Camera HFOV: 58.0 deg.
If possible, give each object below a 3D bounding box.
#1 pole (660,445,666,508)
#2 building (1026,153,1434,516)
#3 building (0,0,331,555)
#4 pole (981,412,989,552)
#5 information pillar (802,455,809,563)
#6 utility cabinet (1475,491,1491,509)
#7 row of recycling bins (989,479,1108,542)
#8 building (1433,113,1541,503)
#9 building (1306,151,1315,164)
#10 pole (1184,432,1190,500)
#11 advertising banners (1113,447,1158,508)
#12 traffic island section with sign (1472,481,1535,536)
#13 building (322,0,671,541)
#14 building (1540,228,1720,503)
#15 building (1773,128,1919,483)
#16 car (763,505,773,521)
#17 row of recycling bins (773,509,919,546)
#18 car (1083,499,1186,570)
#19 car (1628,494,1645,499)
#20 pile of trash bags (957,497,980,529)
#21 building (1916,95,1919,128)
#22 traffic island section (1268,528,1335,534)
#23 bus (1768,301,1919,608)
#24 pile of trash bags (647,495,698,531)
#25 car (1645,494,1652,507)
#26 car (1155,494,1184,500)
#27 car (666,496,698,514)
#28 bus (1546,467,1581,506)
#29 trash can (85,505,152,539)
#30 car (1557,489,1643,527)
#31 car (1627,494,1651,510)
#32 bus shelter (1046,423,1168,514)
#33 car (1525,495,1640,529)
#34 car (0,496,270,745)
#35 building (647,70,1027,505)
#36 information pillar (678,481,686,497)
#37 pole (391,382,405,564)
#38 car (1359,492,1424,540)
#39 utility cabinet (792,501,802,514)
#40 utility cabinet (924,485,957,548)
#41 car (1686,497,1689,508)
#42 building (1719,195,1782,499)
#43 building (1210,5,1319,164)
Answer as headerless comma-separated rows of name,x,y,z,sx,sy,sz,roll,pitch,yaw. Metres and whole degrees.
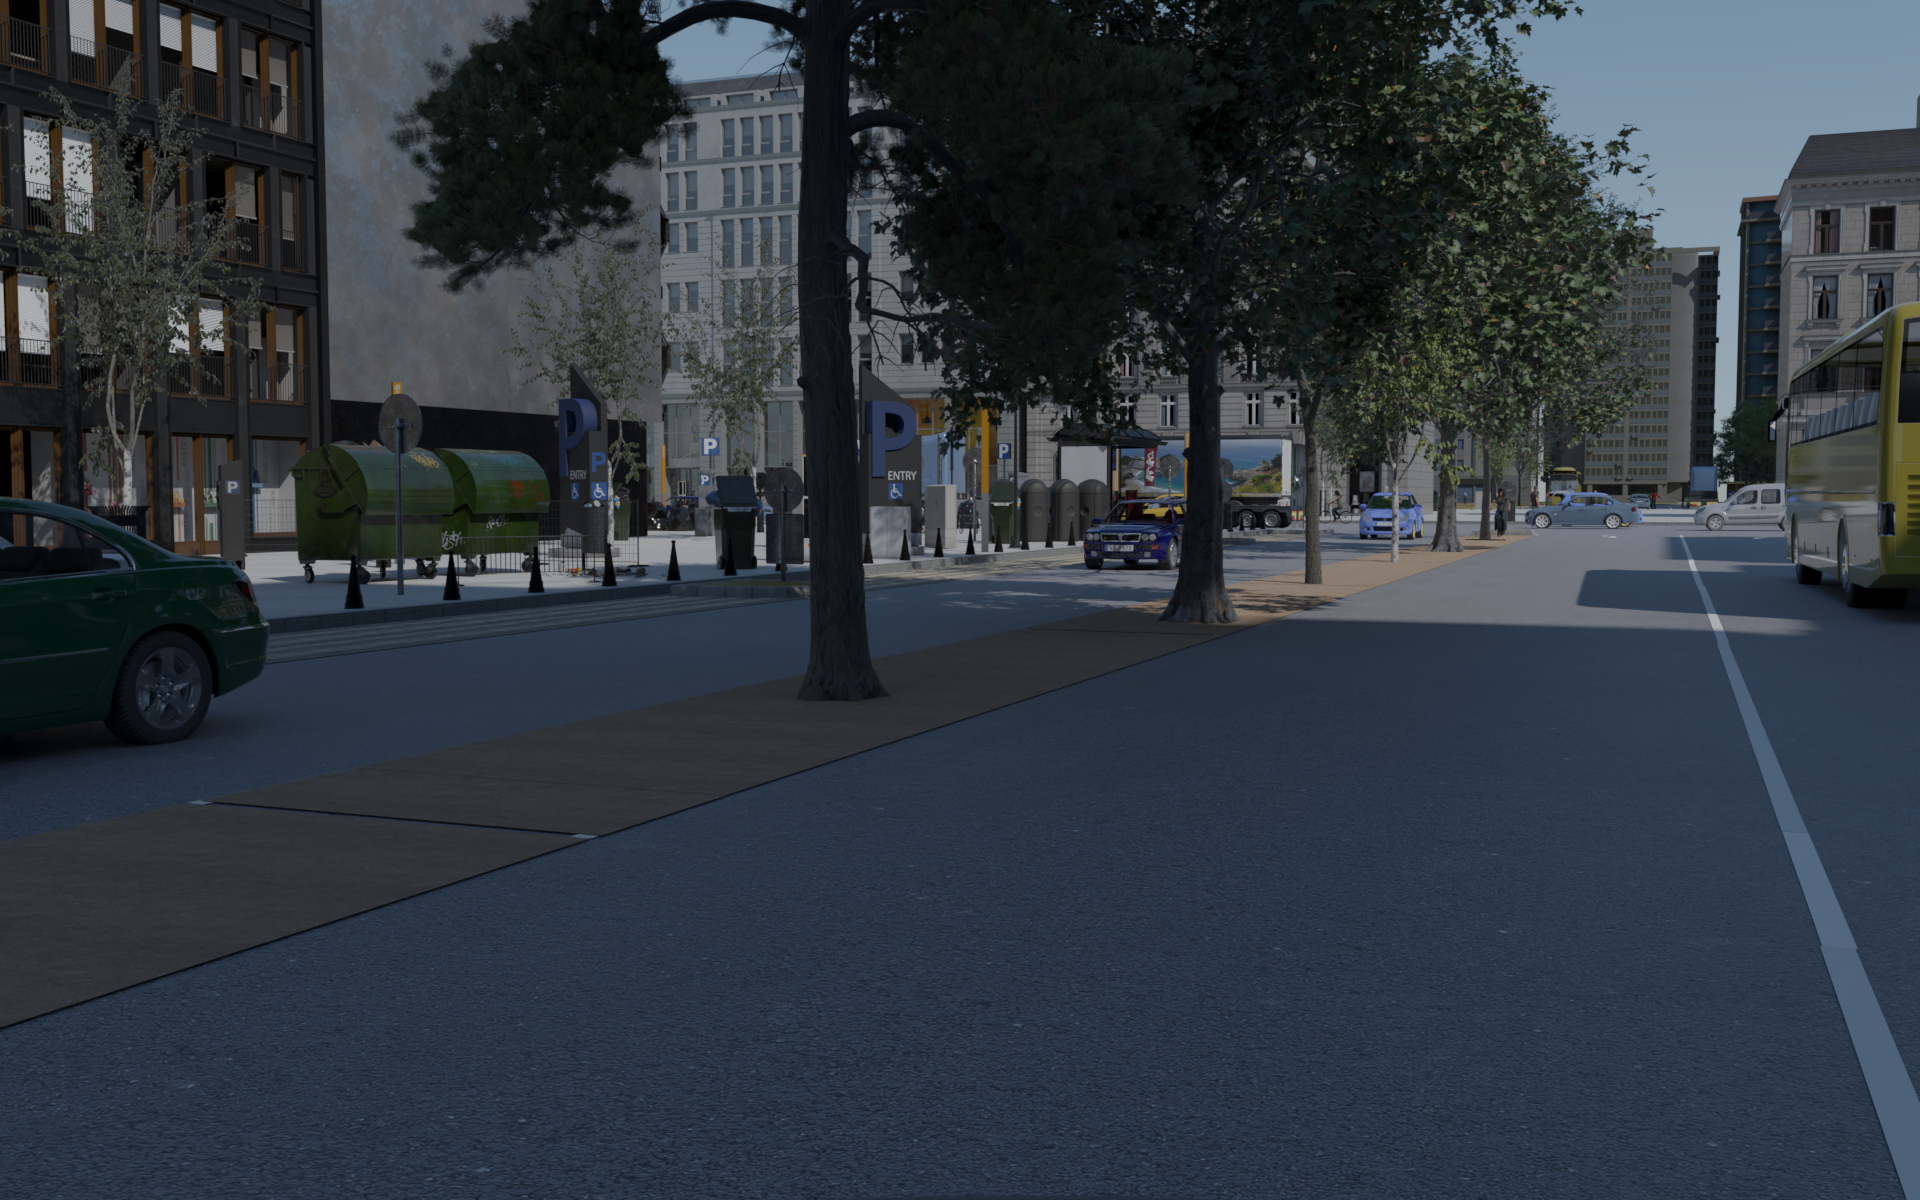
pole,-12.389,-4.798,72.283,0.158,3.312,0.155,0,3,0
building,17.034,-16.272,107.851,24.055,21.916,13.314,1,4,22
building,-22.988,-12.489,33.881,12.332,23.373,15.834,1,4,22
pole,0.550,-2.707,38.101,0.158,3.312,0.155,0,3,0
information pillar,-2.786,-1.705,32.364,0.304,2.012,0.304,0,4,2
utility cabinet,43.787,-8.336,144.976,1.173,1.500,0.318,2,4,28
row of recycling bins,2.399,-2.421,46.699,3.534,1.692,1.069,-2,4,-24
building,72.704,-43.977,261.027,28.212,58.520,21.231,1,4,22
building,21.519,-29.245,170.031,32.217,40.220,23.993,1,4,22
pole,7.501,-3.884,57.346,0.158,3.312,0.155,0,3,0
advertising banners,6.226,-4.091,63.083,2.074,3.025,0.090,2,4,27
traffic island section with sign,19.062,-3.209,60.603,2.006,1.907,1.989,1,4,22
building,-19.108,-11.169,50.071,16.811,18.784,16.820,1,4,22
building,99.423,-34.566,257.039,23.993,40.220,32.217,1,4,22
building,46.499,-14.911,94.703,40.483,20.767,10.553,1,4,22
car,-10.979,-4.459,84.904,4.499,1.417,2.014,1,4,22
row of recycling bins,-2.748,-2.122,41.801,3.534,1.692,1.069,0,4,-3
car,3.696,-1.312,34.037,1.945,1.354,3.894,1,4,22
car,68.668,-10.193,175.454,1.959,1.807,4.718,1,4,21
pile of trash bags,-0.907,-3.358,64.660,3.447,1.369,1.912,1,4,8
building,103.501,-30.027,174.542,14.154,41.232,14.086,1,4,22
traffic island section,12.470,-2.492,63.021,2.009,0.180,2.903,1,4,22
bus,13.362,-1.994,24.144,2.896,3.916,12.252,1,4,20
pile of trash bags,-10.422,-3.133,60.977,3.447,1.369,1.912,3,5,41
car,74.461,-10.997,188.590,1.959,1.807,4.718,1,4,21
car,8.171,-3.544,68.171,3.980,1.641,2.015,1,4,22
car,-12.497,-3.961,77.340,3.894,1.354,1.945,1,4,20
bus,56.629,-10.431,162.100,2.896,3.916,12.252,1,4,21
trash can,-10.375,-0.596,21.392,0.748,1.137,0.748,0,3,0
car,27.992,-4.058,75.931,3.694,1.707,1.945,1,4,21
car,60.050,-8.631,153.119,2.014,1.417,4.499,1,4,21
bus shelter,4.386,-3.480,50.821,2.014,3.302,5.546,1,4,22
car,25.767,-3.657,71.800,4.499,1.417,2.014,1,4,22
car,-5.877,0.171,9.006,2.131,1.459,4.920,1,4,22
building,-8.523,-20.718,116.236,29.804,29.767,11.434,1,4,22
information pillar,-15.887,-5.781,99.006,0.304,2.012,0.304,1,4,22
pole,-10.296,-2.317,31.728,0.158,3.312,0.155,0,3,0
car,13.828,-2.804,55.444,1.945,1.707,3.694,1,4,21
utility cabinet,-3.461,-1.789,40.420,1.020,1.237,0.306,3,5,40
utility cabinet,-0.474,-1.969,40.864,0.318,1.500,1.173,-2,4,-25
car,77.761,-10.654,182.991,1.959,1.807,4.718,1,4,21
building,122.200,-35.899,241.565,28.867,44.769,22.147,1,4,22
building,39.141,-46.387,196.673,20.611,71.187,20.563,1,4,22
